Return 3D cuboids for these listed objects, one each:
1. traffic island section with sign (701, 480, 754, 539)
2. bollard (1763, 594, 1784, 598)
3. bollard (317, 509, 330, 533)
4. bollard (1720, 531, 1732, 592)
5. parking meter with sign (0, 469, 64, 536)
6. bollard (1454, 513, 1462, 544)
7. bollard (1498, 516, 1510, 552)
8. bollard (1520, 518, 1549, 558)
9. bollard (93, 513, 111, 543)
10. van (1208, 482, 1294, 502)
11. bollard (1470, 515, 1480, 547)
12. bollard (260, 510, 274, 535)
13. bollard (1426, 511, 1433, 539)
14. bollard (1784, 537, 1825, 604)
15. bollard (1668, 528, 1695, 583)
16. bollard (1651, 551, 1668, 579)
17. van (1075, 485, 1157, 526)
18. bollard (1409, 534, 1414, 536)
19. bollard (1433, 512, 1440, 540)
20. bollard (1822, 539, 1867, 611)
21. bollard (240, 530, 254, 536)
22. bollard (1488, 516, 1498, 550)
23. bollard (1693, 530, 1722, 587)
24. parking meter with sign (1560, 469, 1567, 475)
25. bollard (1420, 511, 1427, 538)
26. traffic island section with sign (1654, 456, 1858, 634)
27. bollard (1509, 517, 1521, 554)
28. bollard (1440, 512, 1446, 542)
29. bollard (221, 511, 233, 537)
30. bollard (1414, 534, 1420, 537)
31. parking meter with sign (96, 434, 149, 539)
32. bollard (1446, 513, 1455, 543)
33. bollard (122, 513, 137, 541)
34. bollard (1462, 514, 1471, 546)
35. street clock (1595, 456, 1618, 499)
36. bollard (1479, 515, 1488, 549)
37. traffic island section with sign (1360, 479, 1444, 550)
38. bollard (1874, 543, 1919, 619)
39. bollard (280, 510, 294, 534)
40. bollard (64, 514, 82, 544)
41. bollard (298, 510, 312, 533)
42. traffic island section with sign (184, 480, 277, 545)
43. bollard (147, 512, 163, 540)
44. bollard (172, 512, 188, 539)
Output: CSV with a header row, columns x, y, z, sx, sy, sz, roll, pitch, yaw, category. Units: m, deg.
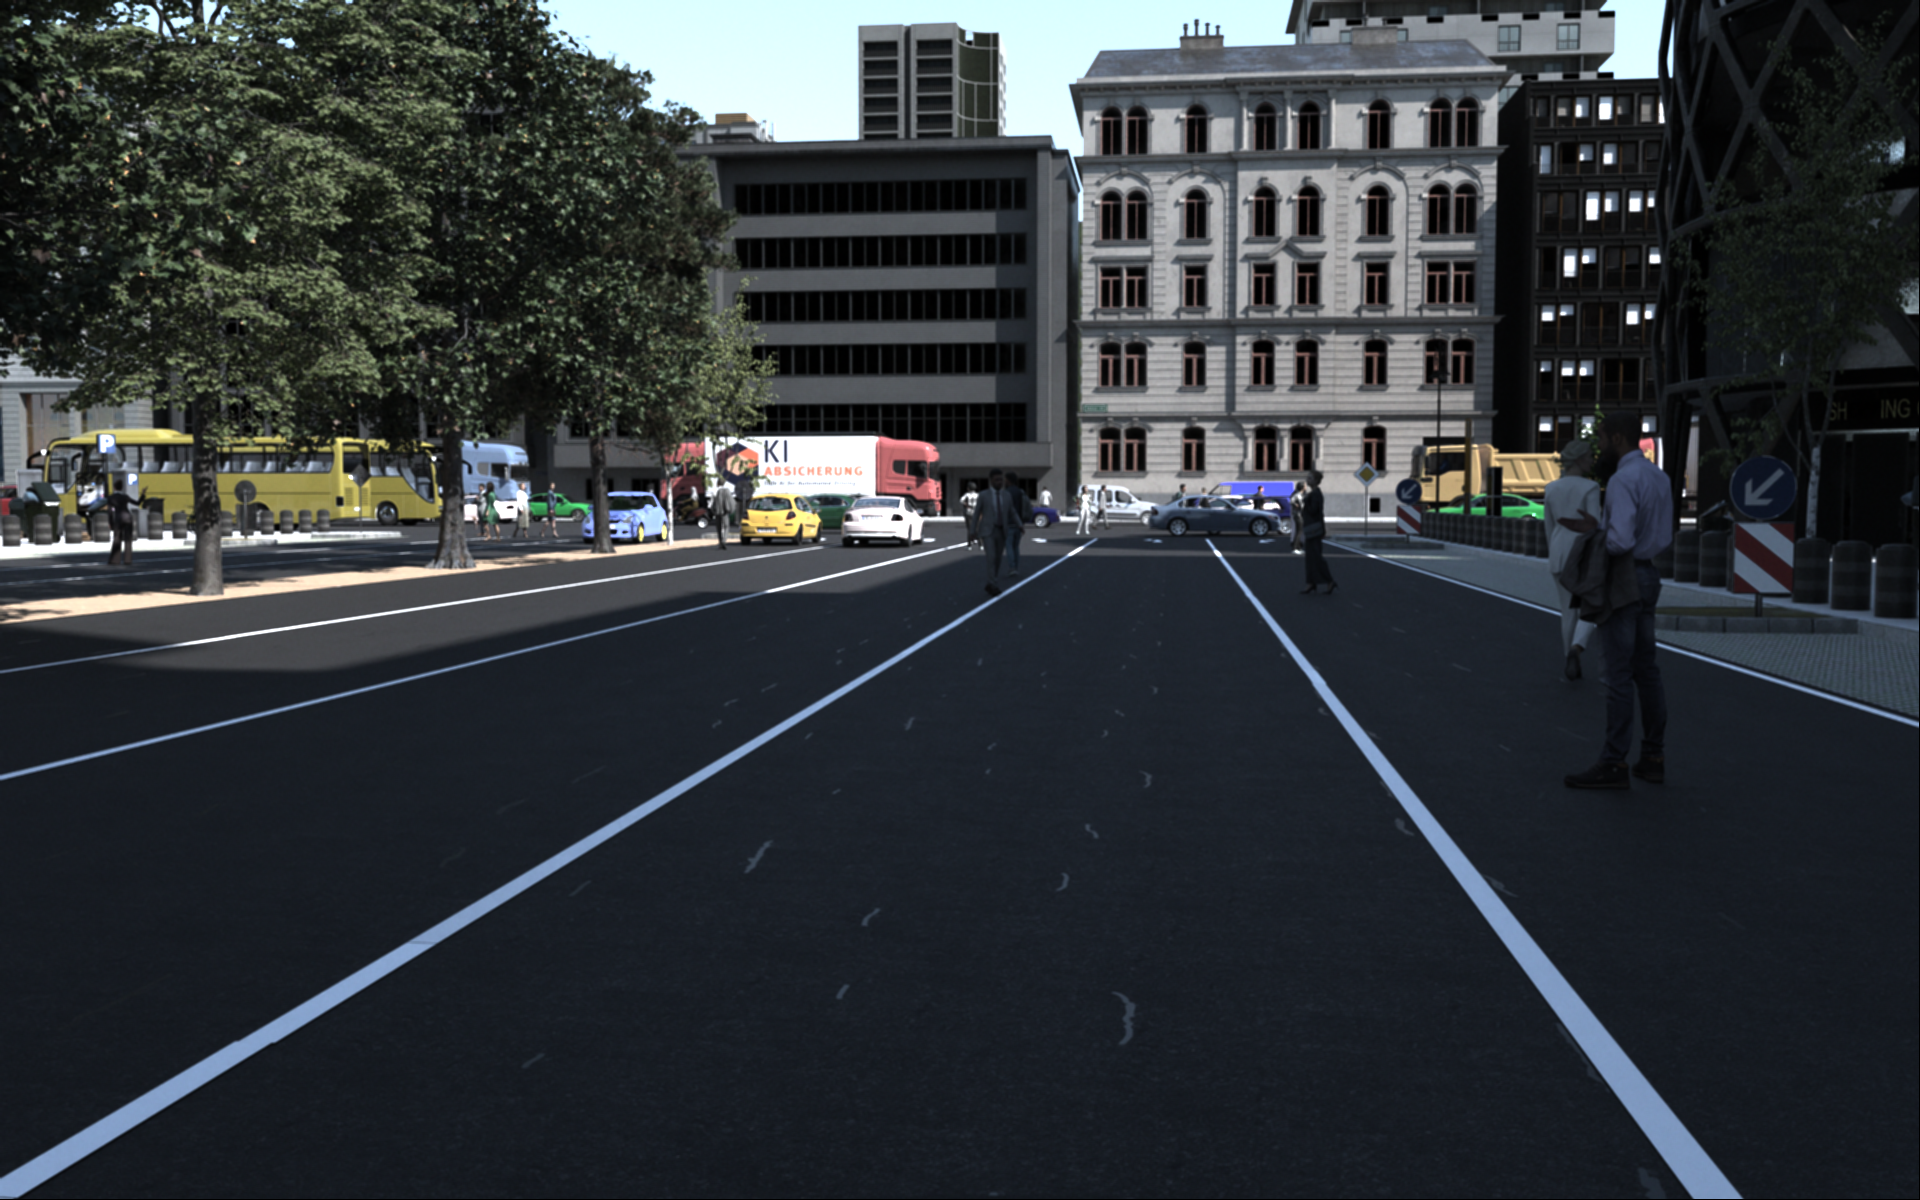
x,y,z,sx,sy,sz,roll,pitch,yaw,category
-7.120,-2.920,55.879,2.006,1.907,1.989,0,4,7,traffic island section with sign
10.183,-0.422,21.625,0.404,0.777,0.398,0,3,0,bollard
-21.260,-2.638,57.841,0.404,0.777,0.398,0,3,0,bollard
10.330,-0.496,22.830,0.404,0.777,0.398,0,3,0,bollard
-28.443,-3.469,52.985,1.738,3.016,0.543,-2,4,-31,parking meter with sign
12.961,-1.813,44.365,0.404,0.777,0.398,0,3,0,bollard
12.236,-1.448,38.386,0.404,0.777,0.398,0,3,0,bollard
11.941,-1.301,35.992,0.404,0.777,0.398,0,3,0,bollard
-22.725,-1.905,45.862,0.404,0.777,0.398,0,3,0,bollard
14.374,-5.110,87.938,5.245,2.365,2.240,1,4,8,van
12.671,-1.667,41.977,0.404,0.777,0.398,0,3,0,bollard
-21.702,-2.418,54.246,0.404,0.777,0.398,0,3,0,bollard
13.545,-2.107,49.161,0.404,0.777,0.398,0,3,0,bollard
10.034,-0.349,20.417,0.404,0.777,0.398,0,3,0,bollard
10.627,-0.643,25.236,0.404,0.777,0.398,0,3,0,bollard
10.768,-0.716,26.429,0.404,0.777,0.398,0,3,0,bollard
7.351,-4.450,79.768,4.112,2.044,2.013,0,4,8,van
13.987,-2.328,52.776,0.404,0.777,0.398,0,3,0,bollard
13.401,-2.033,47.954,0.404,0.777,0.398,0,3,0,bollard
9.895,-0.276,19.224,0.404,0.777,0.398,0,3,0,bollard
-21.847,-2.345,53.053,0.404,0.777,0.398,0,3,0,bollard
12.373,-1.521,39.589,0.404,0.777,0.398,0,3,0,bollard
10.479,-0.570,24.034,0.404,0.777,0.398,0,3,0,bollard
17.888,-3.321,50.564,1.738,3.016,0.543,-2,4,-26,parking meter with sign
13.695,-2.181,50.375,0.404,0.777,0.398,0,3,0,bollard
8.285,-0.615,18.682,1.989,1.847,2.006,0,4,7,traffic island section with sign
12.086,-1.375,37.194,0.404,0.777,0.398,0,3,0,bollard
13.256,-1.960,46.761,0.404,0.777,0.398,0,3,0,bollard
-21.995,-2.271,51.849,0.404,0.777,0.398,0,3,0,bollard
13.843,-2.254,51.570,0.404,0.777,0.398,0,3,0,bollard
-24.229,-3.303,50.259,1.738,3.016,0.543,2,4,30,parking meter with sign
13.106,-1.887,45.569,0.404,0.777,0.398,0,3,0,bollard
-22.580,-1.978,47.055,0.404,0.777,0.398,0,3,0,bollard
12.818,-1.740,43.172,0.404,0.777,0.398,0,3,0,bollard
12.038,-1.687,32.154,0.471,2.002,0.358,-1,4,-9,street clock
12.525,-1.594,40.784,0.404,0.777,0.398,0,3,0,bollard
11.559,-2.251,45.438,1.989,1.847,2.006,0,4,7,traffic island section with sign
9.745,-0.202,18.021,0.404,0.777,0.398,0,3,0,bollard
-21.558,-2.491,55.440,0.404,0.777,0.398,0,3,0,bollard
-22.872,-1.832,44.665,0.404,0.777,0.398,0,3,0,bollard
-21.410,-2.564,56.632,0.404,0.777,0.398,0,3,0,bollard
-20.476,-2.465,48.933,1.989,1.847,2.006,0,4,7,traffic island section with sign
-22.429,-2.052,48.263,0.404,0.777,0.398,0,3,0,bollard
-22.287,-2.125,49.456,0.404,0.777,0.398,0,3,0,bollard
